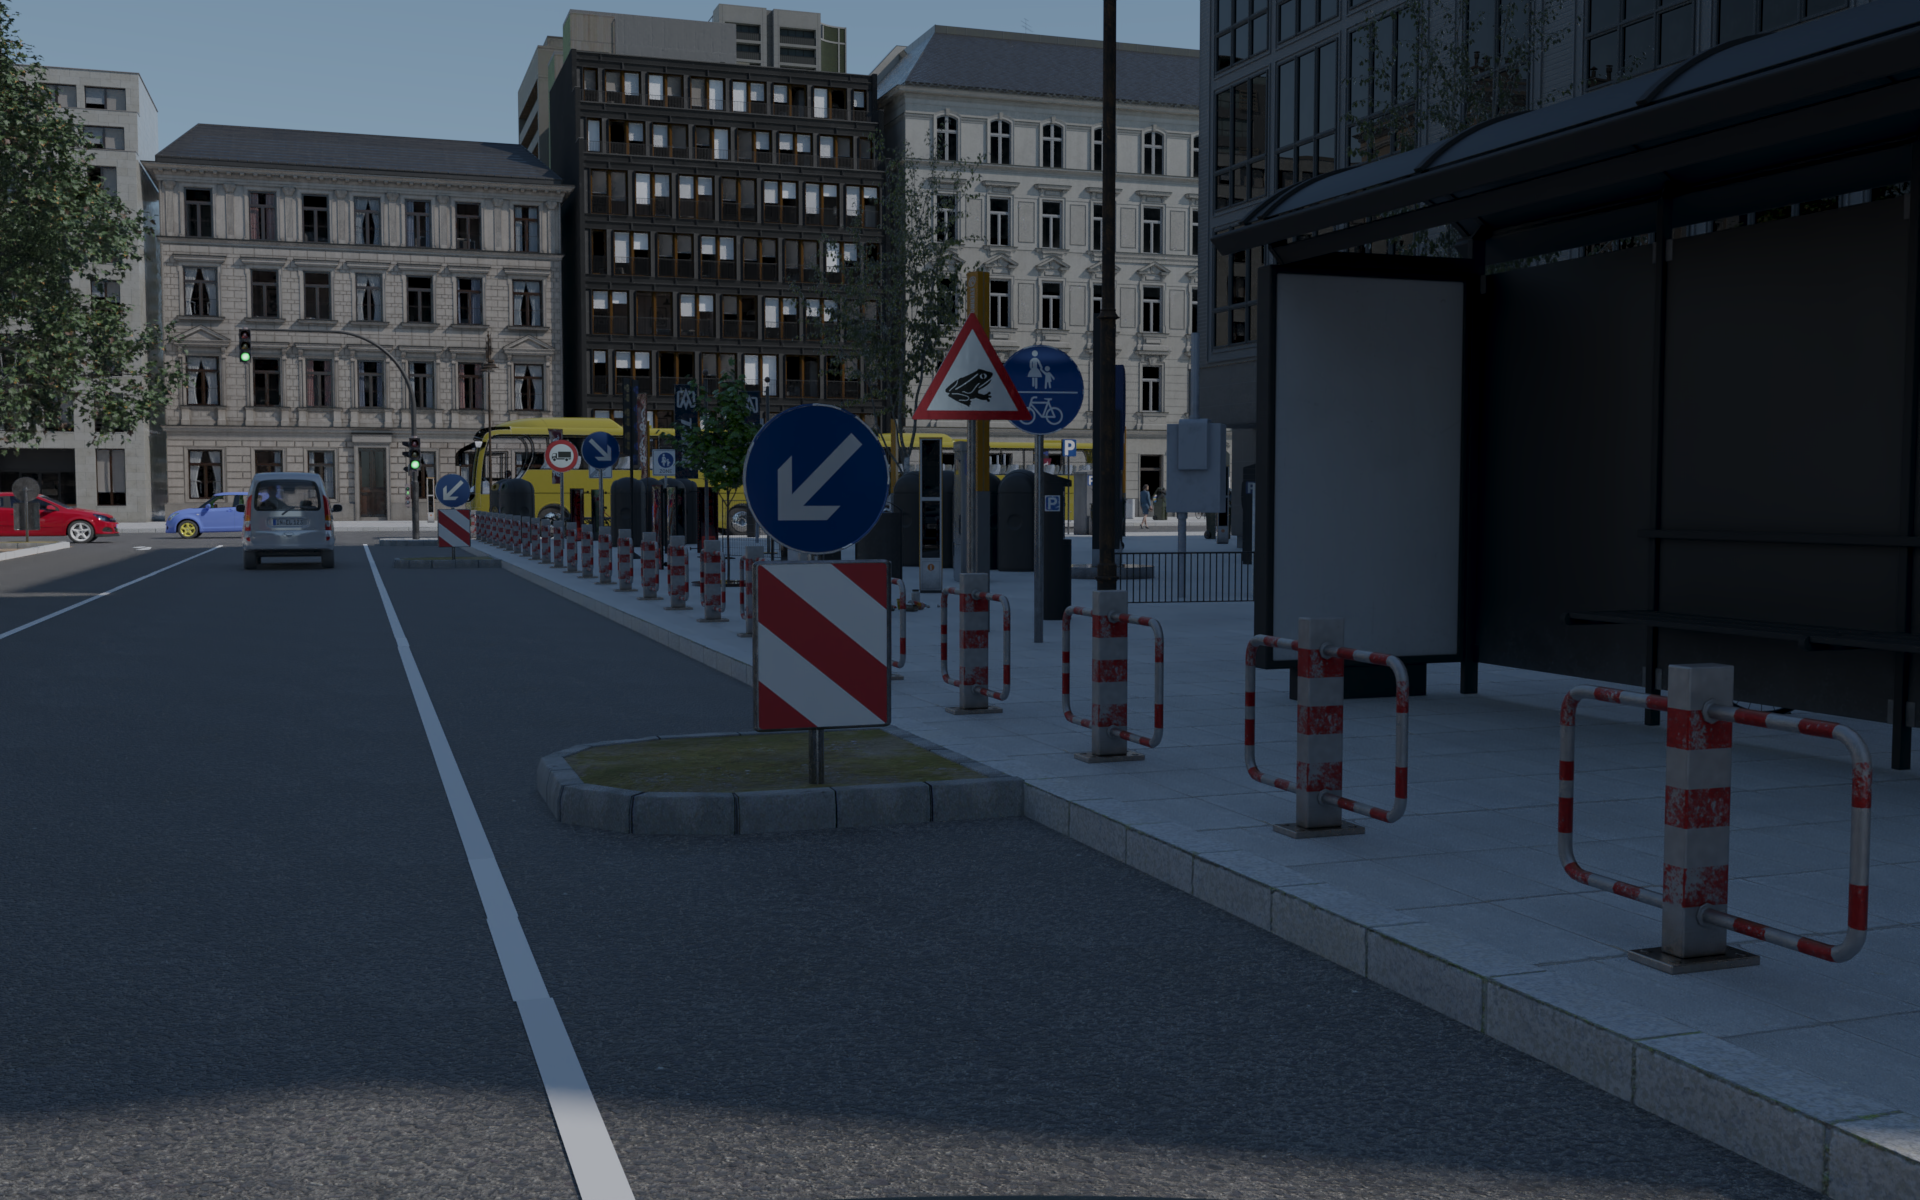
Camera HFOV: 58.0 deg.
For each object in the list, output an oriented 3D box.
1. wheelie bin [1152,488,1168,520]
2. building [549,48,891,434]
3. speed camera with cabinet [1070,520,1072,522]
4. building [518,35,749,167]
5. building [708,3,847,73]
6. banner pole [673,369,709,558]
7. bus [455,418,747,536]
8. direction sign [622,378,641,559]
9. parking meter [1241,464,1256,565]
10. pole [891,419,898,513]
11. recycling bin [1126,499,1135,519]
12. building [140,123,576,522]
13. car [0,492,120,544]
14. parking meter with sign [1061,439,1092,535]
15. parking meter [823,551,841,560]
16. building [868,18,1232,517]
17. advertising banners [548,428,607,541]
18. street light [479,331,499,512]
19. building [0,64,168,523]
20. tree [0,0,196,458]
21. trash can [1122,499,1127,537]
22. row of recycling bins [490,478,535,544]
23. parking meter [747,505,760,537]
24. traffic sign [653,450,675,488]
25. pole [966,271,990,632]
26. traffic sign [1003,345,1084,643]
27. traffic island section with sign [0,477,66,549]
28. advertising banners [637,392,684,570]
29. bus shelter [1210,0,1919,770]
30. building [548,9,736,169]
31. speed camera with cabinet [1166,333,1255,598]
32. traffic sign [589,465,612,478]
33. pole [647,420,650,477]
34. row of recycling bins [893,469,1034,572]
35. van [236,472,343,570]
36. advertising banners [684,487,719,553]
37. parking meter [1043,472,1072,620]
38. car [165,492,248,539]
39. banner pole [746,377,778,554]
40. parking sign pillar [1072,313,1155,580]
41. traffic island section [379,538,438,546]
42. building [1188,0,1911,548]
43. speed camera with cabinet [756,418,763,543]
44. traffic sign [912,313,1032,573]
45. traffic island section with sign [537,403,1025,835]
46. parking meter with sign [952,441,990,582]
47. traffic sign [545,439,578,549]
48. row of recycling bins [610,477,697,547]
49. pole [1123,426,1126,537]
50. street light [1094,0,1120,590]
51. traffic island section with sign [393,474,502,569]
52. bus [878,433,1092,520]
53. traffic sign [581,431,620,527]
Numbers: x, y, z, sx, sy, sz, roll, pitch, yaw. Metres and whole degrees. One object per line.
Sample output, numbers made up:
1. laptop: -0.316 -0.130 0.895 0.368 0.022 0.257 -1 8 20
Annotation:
1. wheelie bin: 9.846 -4.696 84.694 0.693 1.594 0.980 3 4 37
2. building: -13.090 -16.097 92.864 15.834 23.373 12.332 -1 4 -19
3. speed camera with cabinet: 4.463 -5.194 79.259 2.038 3.252 0.660 -2 4 -29
4. building: -34.642 -34.245 183.601 21.300 48.544 21.600 -1 4 -19
5. building: -27.199 -50.215 259.274 20.611 71.187 20.563 -1 4 -19
6. banner pole: -5.336 -2.742 34.842 0.863 3.779 0.401 0 4 -2
7. bus: -10.229 -4.014 57.174 12.252 3.916 2.896 -1 4 -18
8. direction sign: -6.483 -2.581 34.189 0.379 3.537 0.876 1 4 8
9. parking meter: 5.350 -1.582 31.573 0.399 1.863 0.255 2 4 34
10. pole: -1.781 -3.261 47.155 0.158 3.312 0.155 0 3 0
11. recycling bin: 8.601 -4.682 89.100 0.722 1.027 0.722 1 4 12
12. building: -29.526 -13.565 86.420 19.286 19.102 10.561 -1 4 -19
13. car: -26.981 -2.532 50.442 4.494 1.783 2.155 -1 4 -21
14. parking meter with sign: 3.913 -3.556 54.395 0.543 3.016 1.738 -2 4 -34
15. parking meter: -1.931 -1.239 25.975 0.255 1.863 0.399 -1 4 -12
16. building: 14.715 -20.128 105.505 44.131 29.872 17.030 -1 4 -19
17. advertising banners: -10.353 -3.102 46.897 0.090 3.025 2.074 2 4 35
18. street light: -13.367 -4.676 49.244 0.468 5.910 1.993 -1 4 -19
19. building: -46.151 -13.728 79.201 16.860 20.320 10.420 -1 4 -19
20. tree: -22.240 -7.256 38.094 9.611 12.733 9.660 0 3 0
21. trash can: 4.444 -2.336 49.849 0.748 1.137 0.748 0 3 0
22. row of recycling bins: -11.986 -2.410 46.522 1.069 1.692 3.534 -1 4 -20
23. parking meter: -6.131 -2.792 51.355 0.255 1.863 0.399 2 4 25
24. traffic sign: -6.763 -2.306 39.829 0.606 2.300 0.079 -1 4 -17
25. pole: 0.168 -1.355 15.992 0.158 3.312 0.155 0 3 0
26. traffic sign: 0.679 -0.904 14.884 0.768 2.556 0.104 -1 4 -10
27. traffic island section with sign: -24.871 -2.312 45.936 2.006 1.907 1.989 -1 4 -19
28. advertising banners: -5.135 -2.033 29.426 0.090 3.025 2.074 -2 4 -29
29. bus shelter: 3.420 -0.891 8.494 2.014 3.302 5.546 -1 4 -19
30. building: -27.686 -28.662 152.218 14.154 41.232 14.086 -1 4 -19
31. speed camera with cabinet: 3.600 -1.651 21.334 2.038 3.252 0.660 1 4 16
32. traffic sign: -9.502 -2.672 45.820 0.606 2.300 0.079 -1 4 -14
33. pole: -8.697 -3.314 48.034 0.158 3.312 0.155 0 3 0
34. row of recycling bins: 0.100 -1.391 29.856 1.069 1.692 3.534 -3 5 -41
35. van: -13.327 -1.676 34.419 2.013 2.044 4.112 -1 4 -20
36. advertising banners: -5.517 -2.534 37.626 2.074 3.025 0.090 -2 4 -29
37. parking meter: 0.956 -0.569 17.720 0.372 1.533 0.369 0 3 0
38. car: -23.910 -2.868 56.490 3.694 1.707 1.945 -1 4 -18
39. banner pole: -4.338 -2.878 37.076 0.863 3.779 0.401 0 4 5
40. parking sign pillar: 2.270 -2.328 26.538 1.447 3.967 1.447 0 4 8
41. traffic island section: -15.384 -1.636 49.028 2.009 0.180 2.903 -1 4 -19
42. building: 15.562 -14.521 30.933 14.314 27.812 24.014 -1 4 -19
43. speed camera with cabinet: -4.481 -3.121 45.371 2.038 3.252 0.660 1 4 16
44. traffic sign: 0.082 -0.766 12.521 0.884 2.594 0.081 -1 4 -12
45. traffic island section with sign: -0.971 0.021 8.278 1.989 1.847 2.006 -1 4 -19
46. parking meter with sign: 0.190 -1.773 25.245 0.543 3.016 1.738 -1 4 -10
47. traffic sign: -9.290 -2.466 40.431 0.768 2.556 0.104 -1 4 -12
48. row of recycling bins: -7.558 -2.214 43.305 1.069 1.692 3.534 1 4 19
49. pole: 4.922 -3.568 52.174 0.158 3.312 0.155 0 3 0
50. street light: 0.801 -2.234 9.315 0.468 5.910 1.993 -1 4 -19
51. traffic island section with sign: -10.189 -1.571 34.311 1.989 1.847 2.006 -1 4 -19
52. bus: 0.445 -4.899 71.639 12.252 3.916 2.896 -1 4 -21
53. traffic sign: -7.311 -2.151 35.271 0.768 2.556 0.104 -1 4 -17
